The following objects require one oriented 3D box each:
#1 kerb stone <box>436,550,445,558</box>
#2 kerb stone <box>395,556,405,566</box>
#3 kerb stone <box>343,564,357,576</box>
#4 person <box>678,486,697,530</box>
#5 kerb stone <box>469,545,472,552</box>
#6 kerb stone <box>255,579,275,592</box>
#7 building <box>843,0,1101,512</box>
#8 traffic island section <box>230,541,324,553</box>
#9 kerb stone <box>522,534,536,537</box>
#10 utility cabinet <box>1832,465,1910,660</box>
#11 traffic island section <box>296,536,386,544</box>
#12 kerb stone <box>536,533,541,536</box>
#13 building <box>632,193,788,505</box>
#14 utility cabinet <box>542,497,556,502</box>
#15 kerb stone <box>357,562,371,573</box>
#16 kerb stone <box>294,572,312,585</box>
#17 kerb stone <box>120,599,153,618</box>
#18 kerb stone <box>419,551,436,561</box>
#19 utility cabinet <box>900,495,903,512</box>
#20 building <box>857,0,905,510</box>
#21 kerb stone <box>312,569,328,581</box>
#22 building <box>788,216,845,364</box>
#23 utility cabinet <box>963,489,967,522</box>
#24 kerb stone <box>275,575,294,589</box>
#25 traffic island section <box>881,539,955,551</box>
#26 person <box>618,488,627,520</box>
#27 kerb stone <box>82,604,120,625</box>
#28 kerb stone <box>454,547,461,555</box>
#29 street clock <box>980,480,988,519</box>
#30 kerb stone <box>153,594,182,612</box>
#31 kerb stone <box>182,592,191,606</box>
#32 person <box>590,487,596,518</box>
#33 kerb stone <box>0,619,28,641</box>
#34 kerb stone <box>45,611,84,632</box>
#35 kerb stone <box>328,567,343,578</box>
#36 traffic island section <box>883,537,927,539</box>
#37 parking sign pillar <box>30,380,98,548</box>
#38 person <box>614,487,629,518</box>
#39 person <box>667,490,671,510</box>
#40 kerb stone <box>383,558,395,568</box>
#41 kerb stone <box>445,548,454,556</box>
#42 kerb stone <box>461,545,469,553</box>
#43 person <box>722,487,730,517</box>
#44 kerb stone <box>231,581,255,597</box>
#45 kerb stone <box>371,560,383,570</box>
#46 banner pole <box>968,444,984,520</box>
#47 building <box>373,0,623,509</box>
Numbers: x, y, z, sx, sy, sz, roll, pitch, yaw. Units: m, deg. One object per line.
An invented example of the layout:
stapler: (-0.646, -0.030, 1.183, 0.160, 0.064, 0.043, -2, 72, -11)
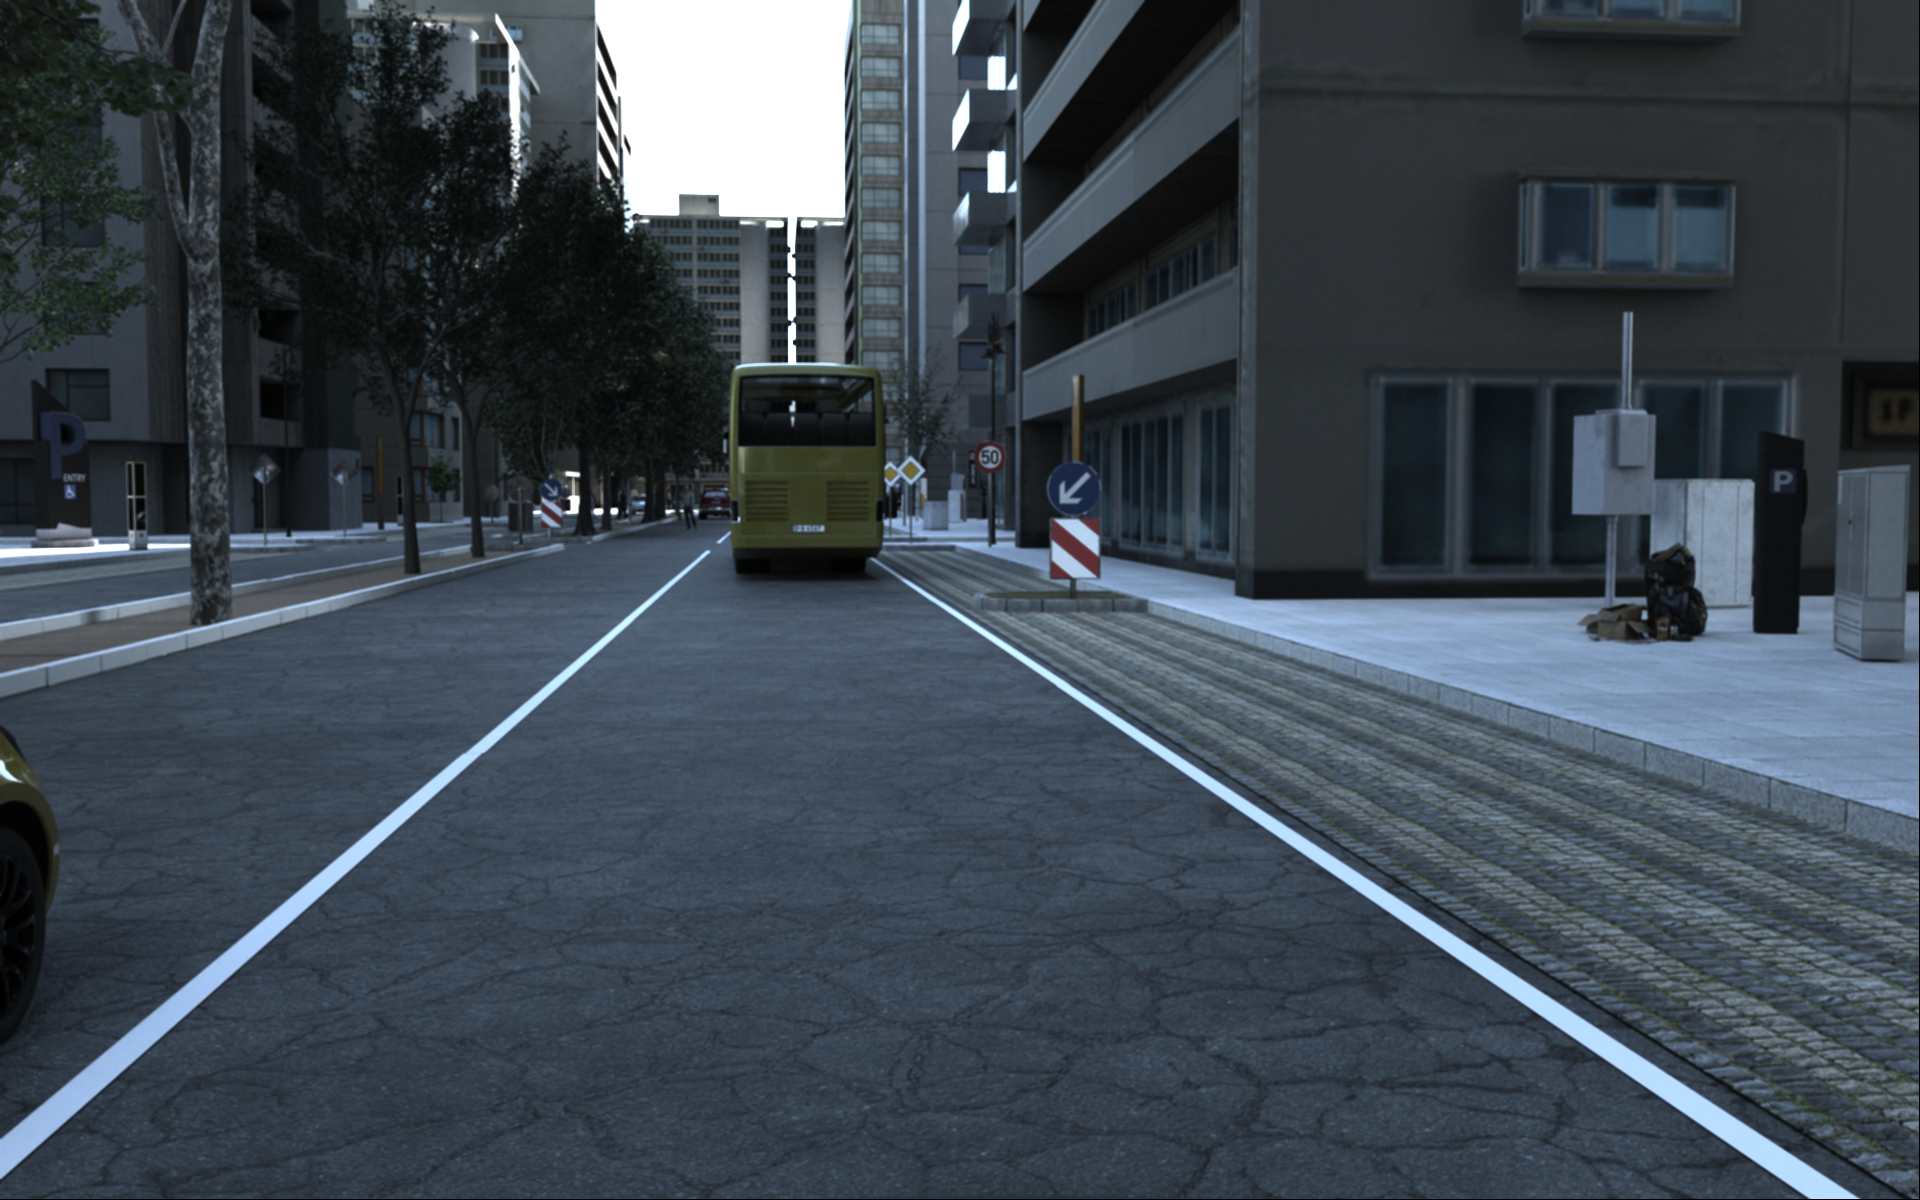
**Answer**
kerb stone: (-11.714, -1.007, 38.659, 0.120, 0.150, 1.000, 0, 4, -6)
kerb stone: (-11.281, -0.757, 34.590, 0.120, 0.150, 1.000, 0, 4, -6)
kerb stone: (-10.849, -0.505, 30.514, 0.120, 0.150, 1.000, 0, 4, -6)
person: (-11.050, -3.728, 69.946, 0.782, 1.767, 0.515, 1, 4, 19)
kerb stone: (-12.153, -1.257, 42.741, 0.120, 0.150, 1.000, 0, 4, -6)
kerb stone: (-10.305, -0.198, 25.430, 0.120, 0.150, 1.000, 0, 4, -6)
building: (0.306, -32.880, 161.284, 21.300, 48.544, 21.600, 0, 4, -6)
traffic island section: (-17.247, -1.265, 42.959, 2.009, 0.180, 2.903, 0, 4, -6)
kerb stone: (-13.305, -1.914, 53.486, 0.120, 0.150, 1.000, 0, 4, -6)
utility cabinet: (7.188, -0.308, 13.712, 0.318, 1.500, 1.173, 1, 4, 17)
traffic island section: (-18.095, -1.750, 50.899, 2.009, 0.180, 2.903, 0, 4, -6)
kerb stone: (-13.403, -1.974, 54.509, 0.120, 0.150, 1.000, 0, 4, -6)
building: (-33.982, -32.695, 226.444, 23.993, 40.220, 32.217, 0, 4, -6)
utility cabinet: (-27.825, -6.486, 117.200, 1.020, 1.237, 0.306, 2, 4, 27)
kerb stone: (-10.954, -0.571, 31.534, 0.120, 0.150, 1.000, 0, 4, -6)
kerb stone: (-10.516, -0.322, 27.463, 0.120, 0.150, 1.000, 0, 4, -6)
kerb stone: (-9.754, 0.114, 20.338, 0.120, 0.150, 1.000, 0, 4, -6)
kerb stone: (-11.610, -0.938, 37.641, 0.120, 0.150, 1.000, 0, 4, -6)
utility cabinet: (-3.792, -6.867, 123.437, 1.020, 1.237, 0.306, 3, 4, 38)
building: (-1.461, -28.097, 142.976, 14.154, 41.232, 14.086, 0, 4, -6)
kerb stone: (-10.629, -0.383, 28.479, 0.120, 0.150, 1.000, 0, 4, -6)
building: (-10.069, -32.819, 228.464, 23.993, 40.220, 32.217, 0, 4, -6)
utility cabinet: (-0.086, -4.364, 80.036, 0.318, 1.500, 1.173, -2, 4, -25)
kerb stone: (-10.411, -0.250, 26.447, 0.120, 0.150, 1.000, 0, 4, -6)
traffic island section: (-1.246, -1.369, 44.656, 2.009, 0.180, 2.903, 0, 4, -6)
person: (-18.838, -5.375, 96.799, 0.576, 1.772, 0.534, 1, 4, 17)
kerb stone: (-9.651, 0.178, 19.313, 0.120, 0.150, 1.000, 0, 4, -6)
kerb stone: (-11.936, -1.132, 40.708, 0.120, 0.150, 1.000, 0, 4, -6)
street clock: (1.237, -5.129, 88.433, 0.471, 2.002, 0.358, -2, 4, -24)
kerb stone: (-9.864, 0.051, 21.354, 0.120, 0.150, 1.000, 0, 4, -6)
kerb stone: (-9.975, -0.011, 22.370, 0.120, 0.150, 1.000, 0, 4, -6)
person: (-21.788, -5.732, 102.093, 0.818, 1.842, 0.514, 0, 4, 2)
kerb stone: (-9.428, 0.301, 17.279, 0.120, 0.150, 1.000, 0, 4, -6)
kerb stone: (-9.541, 0.245, 18.295, 0.120, 0.150, 1.000, 0, 4, -6)
kerb stone: (-10.736, -0.447, 29.497, 0.120, 0.150, 1.000, 0, 4, -6)
traffic island section: (-2.094, -1.854, 52.597, 2.009, 0.180, 2.903, 0, 4, -6)
parking sign pillar: (-21.516, -3.244, 41.504, 1.447, 3.967, 1.447, 1, 4, 16)
person: (-20.001, -5.732, 102.315, 0.850, 1.850, 0.679, 0, 4, 7)
person: (-25.663, -8.833, 152.929, 0.705, 1.823, 1.348, -1, 4, -11)
kerb stone: (-11.170, -0.696, 33.574, 0.120, 0.150, 1.000, 0, 4, -6)
kerb stone: (-11.817, -1.066, 39.678, 0.120, 0.150, 1.000, 0, 4, -6)
kerb stone: (-12.046, -1.194, 41.724, 0.120, 0.150, 1.000, 0, 4, -6)
person: (-14.504, -6.106, 107.701, 0.648, 1.900, 0.474, 0, 4, -1)
kerb stone: (-10.191, -0.135, 24.409, 0.120, 0.150, 1.000, 0, 4, -6)
kerb stone: (-11.061, -0.628, 32.555, 0.120, 0.150, 1.000, 0, 4, -6)
banner pole: (0.789, -5.943, 87.180, 0.863, 3.779, 0.401, 2, 4, 32)
building: (-42.926, -32.728, 158.806, 21.300, 48.544, 21.600, 0, 4, -6)
